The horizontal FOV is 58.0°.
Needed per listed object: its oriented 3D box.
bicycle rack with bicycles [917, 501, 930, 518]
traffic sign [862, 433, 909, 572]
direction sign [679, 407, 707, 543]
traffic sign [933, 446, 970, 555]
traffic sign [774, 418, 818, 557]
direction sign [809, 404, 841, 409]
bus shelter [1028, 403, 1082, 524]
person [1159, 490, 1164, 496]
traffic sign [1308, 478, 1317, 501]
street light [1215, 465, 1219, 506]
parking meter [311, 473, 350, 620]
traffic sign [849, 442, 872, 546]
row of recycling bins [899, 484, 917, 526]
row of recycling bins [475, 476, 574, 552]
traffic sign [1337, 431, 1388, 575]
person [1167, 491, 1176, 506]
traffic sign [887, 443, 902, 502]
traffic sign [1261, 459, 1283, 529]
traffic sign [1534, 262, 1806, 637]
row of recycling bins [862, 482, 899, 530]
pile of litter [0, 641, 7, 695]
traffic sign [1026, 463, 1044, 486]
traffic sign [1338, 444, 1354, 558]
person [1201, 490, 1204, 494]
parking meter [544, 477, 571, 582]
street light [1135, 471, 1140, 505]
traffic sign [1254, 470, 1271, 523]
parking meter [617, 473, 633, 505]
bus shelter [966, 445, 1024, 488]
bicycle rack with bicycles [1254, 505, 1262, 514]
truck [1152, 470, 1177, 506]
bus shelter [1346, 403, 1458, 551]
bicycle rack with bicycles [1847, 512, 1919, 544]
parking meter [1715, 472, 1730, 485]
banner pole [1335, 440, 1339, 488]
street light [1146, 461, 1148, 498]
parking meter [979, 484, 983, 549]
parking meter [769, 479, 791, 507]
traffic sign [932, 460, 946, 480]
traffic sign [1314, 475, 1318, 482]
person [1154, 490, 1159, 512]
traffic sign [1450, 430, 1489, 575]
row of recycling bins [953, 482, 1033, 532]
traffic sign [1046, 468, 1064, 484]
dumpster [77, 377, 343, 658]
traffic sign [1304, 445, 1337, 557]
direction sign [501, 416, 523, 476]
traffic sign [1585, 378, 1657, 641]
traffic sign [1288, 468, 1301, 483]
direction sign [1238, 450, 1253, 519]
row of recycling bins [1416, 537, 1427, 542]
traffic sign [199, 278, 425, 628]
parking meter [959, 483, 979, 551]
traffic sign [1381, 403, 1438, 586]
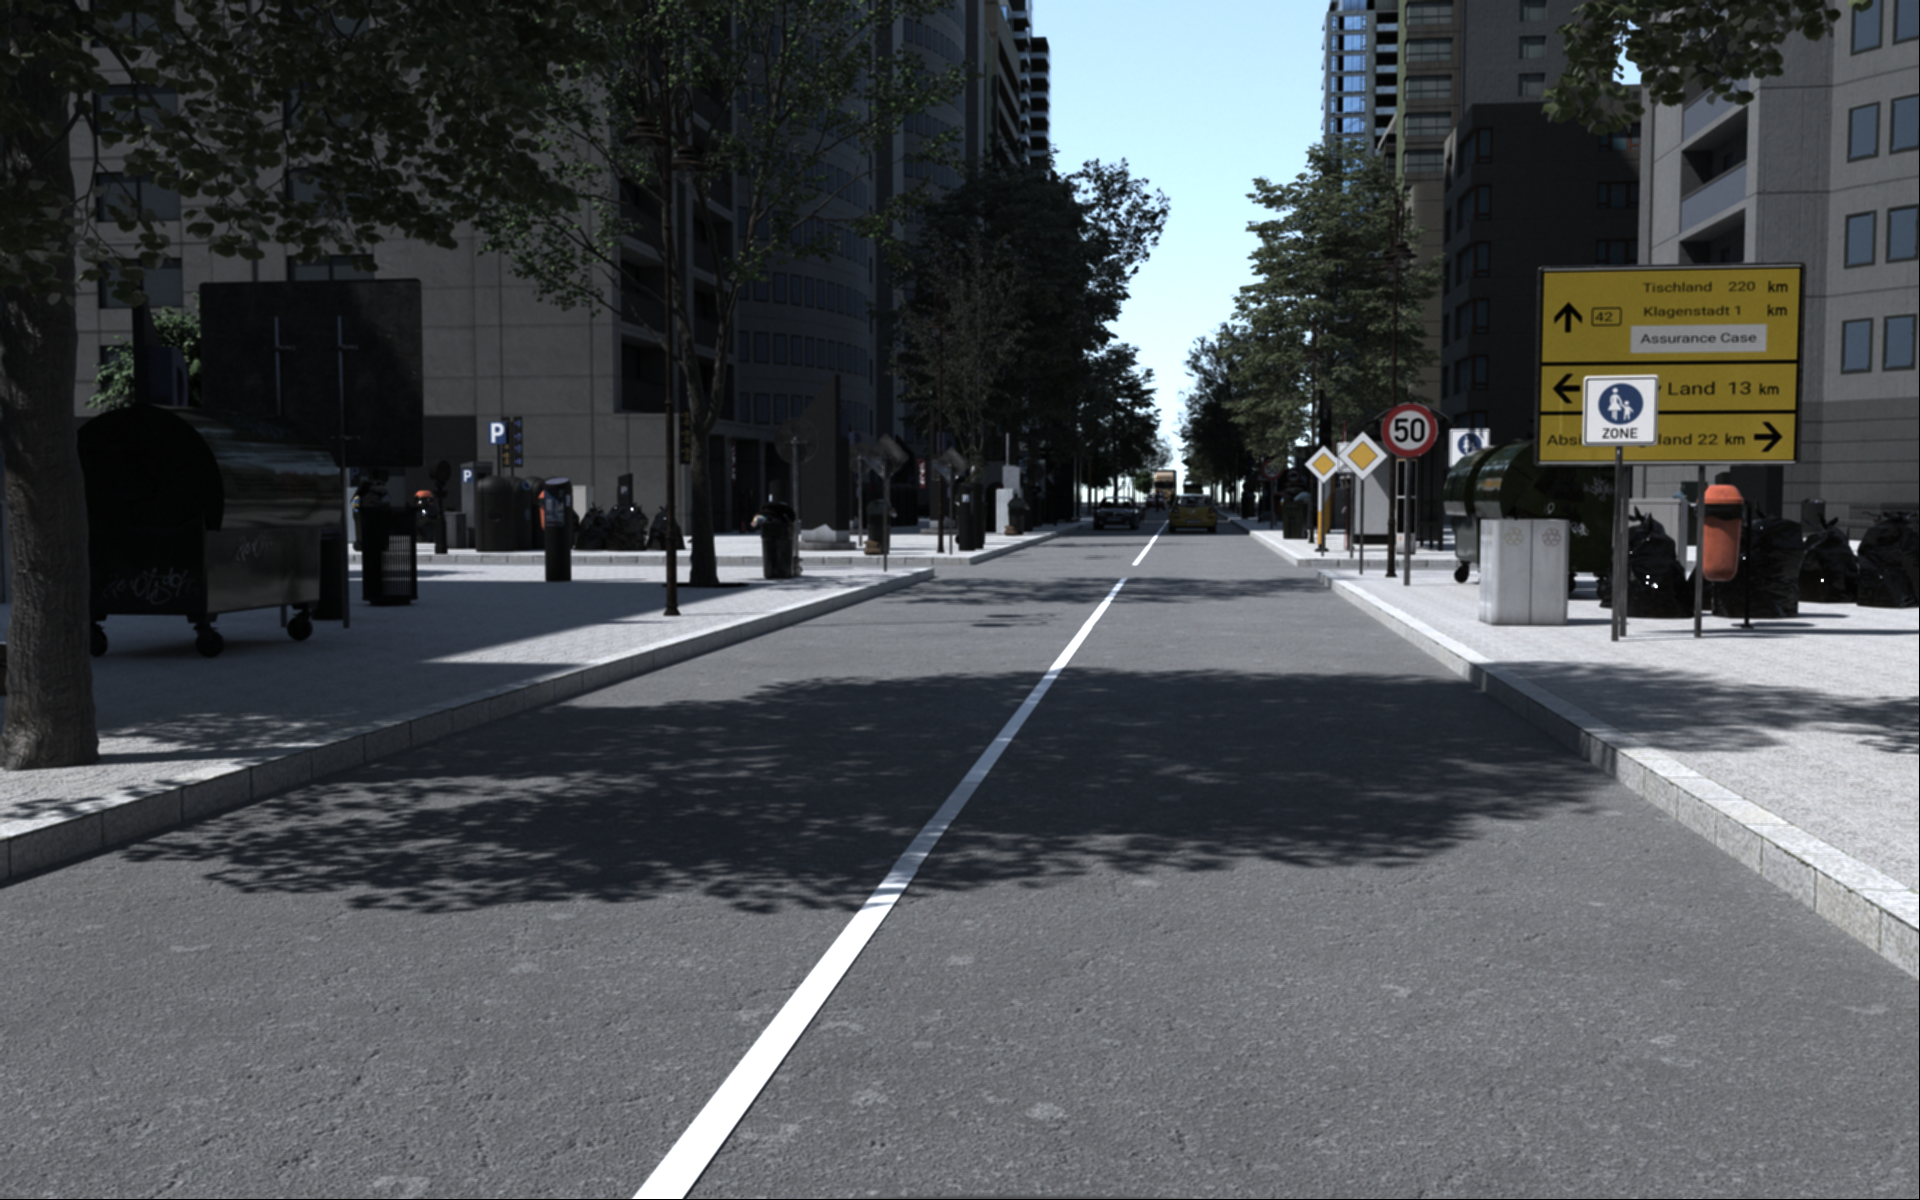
[{"bbox_3d":[-1.209,-5.762,107.597,2.925,0.926,2.852,2,4,32],"label":"bicycle rack with bicycles"},{"bbox_3d":[-1.232,-1.525,28.581,0.795,2.450,0.064,0,4,7],"label":"traffic sign"},{"bbox_3d":[-7.007,-3.278,45.595,0.876,3.537,0.379,-3,5,-43],"label":"direction sign"},{"bbox_3d":[-0.189,-2.010,36.498,0.795,2.450,0.064,0,4,7],"label":"traffic sign"},{"bbox_3d":[-2.755,-1.773,29.090,0.768,2.556,0.104,1,4,11],"label":"traffic sign"},{"bbox_3d":[-3.393,-3.163,43.719,0.876,3.537,0.379,-2,4,-30],"label":"direction sign"},{"bbox_3d":[4.396,-6.171,78.536,2.179,5.291,8.768,0,4,7],"label":"bus shelter"},{"bbox_3d":[20.406,-10.204,175.198,0.709,1.838,0.599,2,4,28],"label":"person"},{"bbox_3d":[17.221,-5.113,83.605,0.884,2.594,0.081,1,4,12],"label":"traffic sign"},{"bbox_3d":[27.615,-12.981,185.030,0.468,5.910,1.993,0,4,7],"label":"street light"},{"bbox_3d":[-6.466,-0.571,17.741,0.372,1.533,0.369,0,3,0],"label":"parking meter"},{"bbox_3d":[-2.437,-2.584,42.351,0.768,2.556,0.104,1,4,13],"label":"traffic sign"},{"bbox_3d":[-2.496,-3.816,69.507,1.069,1.692,3.534,1,4,16],"label":"row of recycling bins"},{"bbox_3d":[-10.038,-2.003,39.858,1.069,1.692,3.534,1,4,16],"label":"row of recycling bins"},{"bbox_3d":[6.394,-1.463,27.560,0.795,2.450,0.064,0,4,7],"label":"traffic sign"},{"bbox_3d":[19.940,-9.363,162.303,1.217,1.735,0.721,0,4,-8],"label":"person"},{"bbox_3d":[-1.720,-2.530,41.469,0.768,2.556,0.104,1,4,16],"label":"traffic sign"},{"bbox_3d":[11.405,-3.867,63.327,0.768,2.556,0.104,1,4,14],"label":"traffic sign"},{"bbox_3d":[6.288,-1.320,15.448,2.265,3.308,0.079,0,4,8],"label":"traffic sign"},{"bbox_3d":[-3.462,-3.122,58.164,1.069,1.692,3.534,2,4,27],"label":"row of recycling bins"},{"bbox_3d":[-6.491,0.163,11.306,1.176,0.858,1.719,1,4,8],"label":"pile of litter"},{"bbox_3d":[3.093,-4.368,71.529,0.768,2.556,0.104,1,4,12],"label":"traffic sign"},{"bbox_3d":[7.806,-1.978,34.462,0.606,2.300,0.079,1,4,11],"label":"traffic sign"},{"bbox_3d":[22.905,-9.485,163.576,0.705,1.824,1.348,-1,4,-10],"label":"person"},{"bbox_3d":[-5.923,-1.045,25.496,0.372,1.533,0.369,0,3,0],"label":"parking meter"},{"bbox_3d":[20.297,-13.615,195.394,0.468,5.910,1.993,0,4,7],"label":"street light"},{"bbox_3d":[13.427,-4.680,76.528,0.884,2.594,0.081,1,4,15],"label":"traffic sign"},{"bbox_3d":[-9.441,-2.638,48.847,0.399,1.863,0.255,1,4,9],"label":"parking meter"},{"bbox_3d":[1.415,-4.799,72.385,2.014,3.302,5.546,0,4,7],"label":"bus shelter"},{"bbox_3d":[18.840,-5.580,104.619,2.925,0.926,2.852,2,4,23],"label":"bicycle rack with bicycles"},{"bbox_3d":[23.979,-13.065,202.521,2.839,4.237,11.283,1,4,8],"label":"truck"},{"bbox_3d":[10.402,-2.900,41.340,2.014,3.302,5.546,0,4,7],"label":"bus shelter"},{"bbox_3d":[19.472,-1.348,35.428,2.852,0.926,2.925,1,4,14],"label":"bicycle rack with bicycles"},{"bbox_3d":[20.216,-2.461,45.952,0.255,1.863,0.399,0,4,-4],"label":"parking meter"},{"bbox_3d":[17.129,-5.470,79.455,0.863,3.779,0.401,-2,4,-35],"label":"banner pole"},{"bbox_3d":[24.458,-15.568,227.321,0.468,5.910,1.993,0,4,7],"label":"street light"},{"bbox_3d":[0.361,-1.955,40.378,0.372,1.533,0.369,0,3,0],"label":"parking meter"},{"bbox_3d":[-3.058,-1.290,29.499,0.372,1.533,0.369,0,3,0],"label":"parking meter"},{"bbox_3d":[-0.549,-3.031,51.679,0.606,2.300,0.079,1,4,10],"label":"traffic sign"},{"bbox_3d":[15.854,-4.667,76.411,0.768,2.556,0.104,1,4,15],"label":"traffic sign"},{"bbox_3d":[15.604,-7.856,137.666,0.721,1.735,1.217,0,4,-7],"label":"person"},{"bbox_3d":[8.009,-1.538,27.273,0.606,2.300,0.079,1,4,17],"label":"traffic sign"},{"bbox_3d":[0.868,-3.158,58.751,3.534,1.692,1.069,-2,4,-32],"label":"row of recycling bins"},{"bbox_3d":[4.054,-4.452,73.979,0.795,2.450,0.064,1,4,17],"label":"traffic sign"},{"bbox_3d":[-6.278,-0.725,14.353,1.502,2.255,1.985,0,4,8],"label":"dumpster"},{"bbox_3d":[7.437,-1.947,35.477,0.795,2.450,0.064,0,4,7],"label":"traffic sign"},{"bbox_3d":[-13.117,-3.594,50.763,0.876,3.537,0.379,2,4,34],"label":"direction sign"},{"bbox_3d":[5.710,-0.789,15.032,0.606,2.300,0.079,1,4,17],"label":"traffic sign"},{"bbox_3d":[16.063,-5.108,83.616,0.768,2.556,0.104,1,4,13],"label":"traffic sign"},{"bbox_3d":[14.780,-5.979,89.753,0.876,3.537,0.379,-2,4,-26],"label":"direction sign"},{"bbox_3d":[12.501,-2.518,48.279,1.069,1.692,3.534,1,4,19],"label":"row of recycling bins"},{"bbox_3d":[-6.201,-1.387,16.554,2.265,3.308,0.079,1,4,9],"label":"traffic sign"},{"bbox_3d":[0.157,-1.879,39.128,0.372,1.533,0.369,0,3,0],"label":"parking meter"},{"bbox_3d":[6.268,-1.474,24.213,0.768,2.556,0.104,1,4,14],"label":"traffic sign"}]
